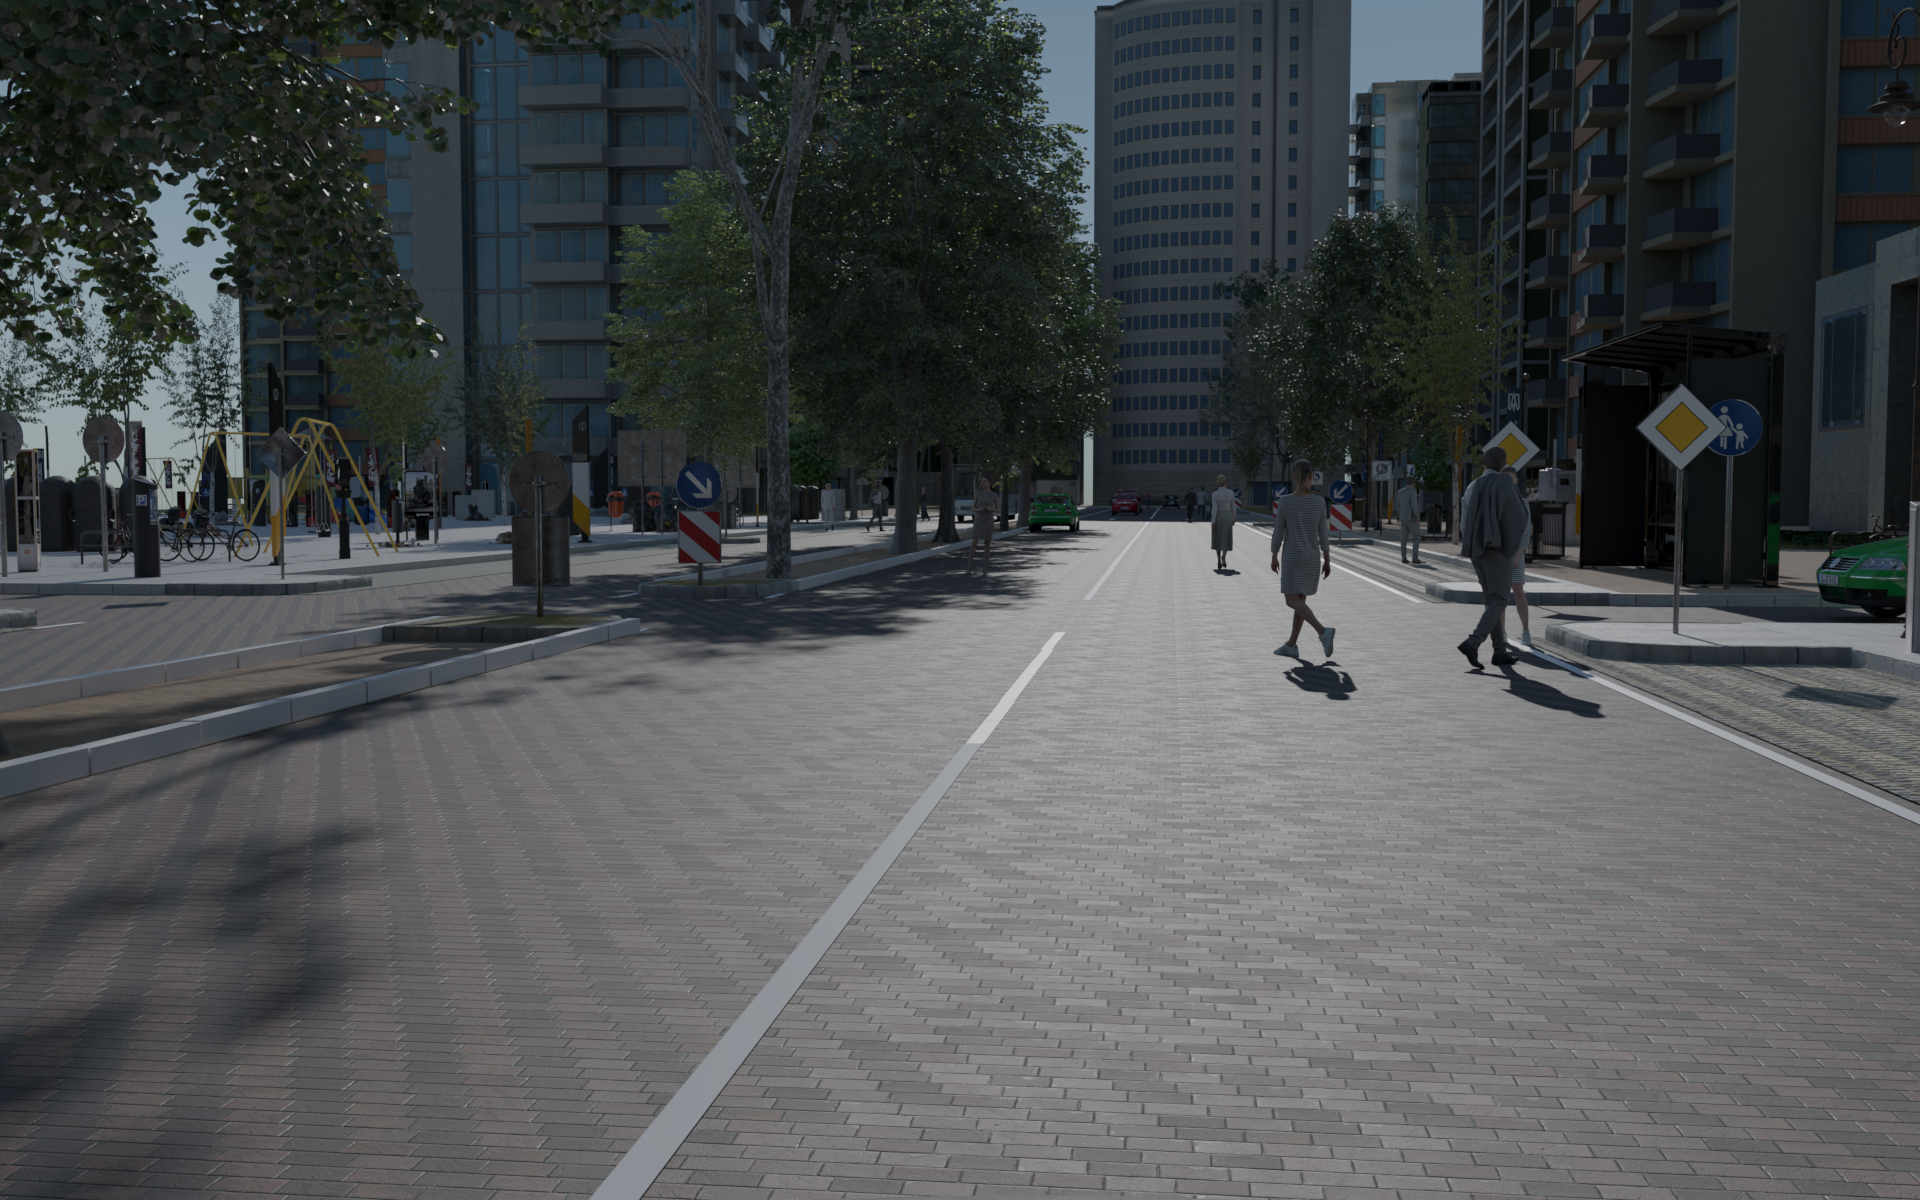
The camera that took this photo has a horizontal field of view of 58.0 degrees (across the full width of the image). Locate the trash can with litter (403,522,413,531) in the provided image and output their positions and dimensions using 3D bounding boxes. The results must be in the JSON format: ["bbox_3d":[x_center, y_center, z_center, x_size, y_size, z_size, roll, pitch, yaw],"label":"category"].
[{"bbox_3d":[-19.115,-3.016,60.694,1.055,1.170,0.624,-1,4,-20],"label":"trash can with litter"}]

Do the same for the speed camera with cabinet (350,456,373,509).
[{"bbox_3d":[-31.067,-5.844,89.884,0.660,3.252,2.038,0,4,-1],"label":"speed camera with cabinet"}]

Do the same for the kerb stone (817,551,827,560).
[{"bbox_3d":[-3.105,-0.940,37.568,0.120,0.150,1.000,0,4,7],"label":"kerb stone"}]

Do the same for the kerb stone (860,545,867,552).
[{"bbox_3d":[-2.487,-1.245,42.665,0.120,0.150,1.000,0,4,7],"label":"kerb stone"}]

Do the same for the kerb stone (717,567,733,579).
[{"bbox_3d":[-4.089,-0.441,29.434,0.120,0.150,1.000,0,4,7],"label":"kerb stone"}]

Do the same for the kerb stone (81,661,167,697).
[{"bbox_3d":[-6.138,0.587,12.616,0.120,0.150,1.000,0,4,7],"label":"kerb stone"}]

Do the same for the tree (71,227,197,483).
[{"bbox_3d":[-22.720,-5.876,46.441,4.737,8.622,4.395,0,3,0],"label":"tree"}]

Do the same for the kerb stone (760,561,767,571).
[{"bbox_3d":[-3.724,-0.629,32.486,0.120,0.150,1.000,0,4,7],"label":"kerb stone"}]

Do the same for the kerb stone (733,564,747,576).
[{"bbox_3d":[-3.976,-0.505,30.449,0.120,0.150,1.000,0,4,7],"label":"kerb stone"}]

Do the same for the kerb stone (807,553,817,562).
[{"bbox_3d":[-3.233,-0.875,36.546,0.120,0.150,1.000,0,4,7],"label":"kerb stone"}]

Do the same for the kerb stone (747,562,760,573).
[{"bbox_3d":[-3.849,-0.567,31.464,0.120,0.150,1.000,0,4,7],"label":"kerb stone"}]

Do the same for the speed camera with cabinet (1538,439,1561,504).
[{"bbox_3d":[22.096,-4.205,63.093,2.038,3.252,0.660,-1,4,-19],"label":"speed camera with cabinet"}]

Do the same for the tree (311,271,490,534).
[{"bbox_3d":[-18.316,-6.395,54.923,4.737,8.622,4.395,0,3,0],"label":"tree"}]

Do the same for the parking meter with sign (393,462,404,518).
[{"bbox_3d":[-30.253,-5.981,94.054,0.543,3.016,1.738,-2,4,-31],"label":"parking meter with sign"}]

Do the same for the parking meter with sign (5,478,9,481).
[{"bbox_3d":[-46.490,-5.379,84.211,1.738,3.016,0.543,0,4,-7],"label":"parking meter with sign"}]

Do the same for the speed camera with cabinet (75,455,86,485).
[{"bbox_3d":[-45.404,-5.753,88.395,2.038,3.252,0.660,0,4,-4],"label":"speed camera with cabinet"}]

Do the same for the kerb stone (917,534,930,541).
[{"bbox_3d":[-1.128,-1.927,53.855,0.120,0.150,1.000,0,4,7],"label":"kerb stone"}]

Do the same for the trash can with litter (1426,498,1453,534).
[{"bbox_3d":[15.633,-2.737,56.133,1.055,1.170,0.624,1,4,18],"label":"trash can with litter"}]

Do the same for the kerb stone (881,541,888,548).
[{"bbox_3d":[-2.116,-1.438,45.712,0.120,0.150,1.000,0,4,7],"label":"kerb stone"}]

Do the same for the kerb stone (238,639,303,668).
[{"bbox_3d":[-5.888,0.461,14.653,0.120,0.150,1.000,0,4,7],"label":"kerb stone"}]

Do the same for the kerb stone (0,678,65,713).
[{"bbox_3d":[-6.258,0.648,11.600,0.120,0.150,1.000,0,4,7],"label":"kerb stone"}]

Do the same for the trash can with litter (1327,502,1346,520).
[{"bbox_3d":[19.133,-4.584,86.006,1.678,1.210,2.233,-1,4,-18],"label":"trash can with litter"}]

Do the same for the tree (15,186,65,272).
[{"bbox_3d":[-19.416,-5.048,32.904,4.360,8.622,3.978,0,3,0],"label":"tree"}]

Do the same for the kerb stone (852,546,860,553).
[{"bbox_3d":[-2.612,-1.186,41.650,0.120,0.150,1.000,0,4,7],"label":"kerb stone"}]

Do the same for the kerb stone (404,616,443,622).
[{"bbox_3d":[-5.518,0.275,17.700,0.120,0.150,1.000,0,4,7],"label":"kerb stone"}]

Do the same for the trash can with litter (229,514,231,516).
[{"bbox_3d":[-40.926,-5.141,95.110,2.233,1.210,1.678,0,4,6],"label":"trash can with litter"}]

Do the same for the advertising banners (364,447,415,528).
[{"bbox_3d":[-21.315,-4.221,65.204,2.074,3.025,0.090,-2,4,-26],"label":"advertising banners"}]

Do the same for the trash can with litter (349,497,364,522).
[{"bbox_3d":[-27.800,-4.156,79.343,1.055,1.170,0.624,2,4,28],"label":"trash can with litter"}]

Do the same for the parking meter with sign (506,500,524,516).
[{"bbox_3d":[-26.194,-6.540,103.185,0.543,3.016,1.738,3,4,38],"label":"parking meter with sign"}]

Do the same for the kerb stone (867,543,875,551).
[{"bbox_3d":[-2.360,-1.310,43.682,0.120,0.150,1.000,0,4,7],"label":"kerb stone"}]

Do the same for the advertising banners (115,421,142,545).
[{"bbox_3d":[-20.343,-2.788,41.776,2.074,3.025,0.090,2,4,30],"label":"advertising banners"}]

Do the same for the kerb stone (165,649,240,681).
[{"bbox_3d":[-6.017,0.527,13.639,0.120,0.150,1.000,0,4,7],"label":"kerb stone"}]

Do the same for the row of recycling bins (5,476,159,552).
[{"bbox_3d":[-19.690,-1.934,38.730,3.534,1.692,1.069,0,4,3],"label":"row of recycling bins"}]

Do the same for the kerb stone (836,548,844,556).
[{"bbox_3d":[-2.860,-1.065,39.609,0.120,0.150,1.000,0,4,7],"label":"kerb stone"}]

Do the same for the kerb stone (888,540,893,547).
[{"bbox_3d":[-1.994,-1.500,46.727,0.120,0.150,1.000,0,4,7],"label":"kerb stone"}]

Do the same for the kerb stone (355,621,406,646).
[{"bbox_3d":[-5.644,0.339,16.686,0.120,0.150,1.000,0,4,7],"label":"kerb stone"}]

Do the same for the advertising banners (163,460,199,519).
[{"bbox_3d":[-40.612,-5.760,90.369,0.090,3.025,2.074,2,4,34],"label":"advertising banners"}]

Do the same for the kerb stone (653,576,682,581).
[{"bbox_3d":[-4.464,-0.256,26.375,0.120,0.150,1.000,0,4,7],"label":"kerb stone"}]

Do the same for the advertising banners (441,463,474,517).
[{"bbox_3d":[-28.132,-6.147,96.698,2.074,3.025,0.090,-2,4,-34],"label":"advertising banners"}]

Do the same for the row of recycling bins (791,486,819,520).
[{"bbox_3d":[-8.185,-4.852,86.444,1.069,1.692,3.534,2,4,26],"label":"row of recycling bins"}]

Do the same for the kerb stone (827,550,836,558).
[{"bbox_3d":[-2.984,-0.997,38.588,0.120,0.150,1.000,0,4,7],"label":"kerb stone"}]

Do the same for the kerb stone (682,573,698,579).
[{"bbox_3d":[-4.338,-0.313,27.392,0.120,0.150,1.000,0,4,7],"label":"kerb stone"}]

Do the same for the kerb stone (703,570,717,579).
[{"bbox_3d":[-4.215,-0.376,28.416,0.120,0.150,1.000,0,4,7],"label":"kerb stone"}]

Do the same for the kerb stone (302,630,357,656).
[{"bbox_3d":[-5.767,0.403,15.668,0.120,0.150,1.000,0,4,7],"label":"kerb stone"}]

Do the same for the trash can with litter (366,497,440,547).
[{"bbox_3d":[-13.699,-1.921,42.461,1.678,1.210,2.233,-1,4,-21],"label":"trash can with litter"}]

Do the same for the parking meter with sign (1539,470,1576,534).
[{"bbox_3d":[19.622,-3.658,56.070,1.738,3.016,0.543,1,4,15],"label":"parking meter with sign"}]

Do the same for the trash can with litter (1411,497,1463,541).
[{"bbox_3d":[13.281,-2.254,47.904,2.233,1.210,1.678,-2,4,-24],"label":"trash can with litter"}]

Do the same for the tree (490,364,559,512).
[{"bbox_3d":[-24.785,-9.003,97.565,4.737,8.622,4.395,0,3,0],"label":"tree"}]

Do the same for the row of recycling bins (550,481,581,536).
[{"bbox_3d":[-12.463,-2.927,54.975,1.069,1.692,3.534,0,4,-7],"label":"row of recycling bins"}]

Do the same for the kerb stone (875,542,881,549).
[{"bbox_3d":[-2.239,-1.376,44.697,0.120,0.150,1.000,0,4,7],"label":"kerb stone"}]

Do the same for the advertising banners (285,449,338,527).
[{"bbox_3d":[-25.151,-4.338,67.122,2.074,3.025,0.090,-1,4,-13],"label":"advertising banners"}]

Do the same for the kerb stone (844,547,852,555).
[{"bbox_3d":[-2.738,-1.127,40.629,0.120,0.150,1.000,0,4,7],"label":"kerb stone"}]

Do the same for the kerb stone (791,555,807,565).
[{"bbox_3d":[-3.359,-0.814,35.531,0.120,0.150,1.000,0,4,7],"label":"kerb stone"}]
